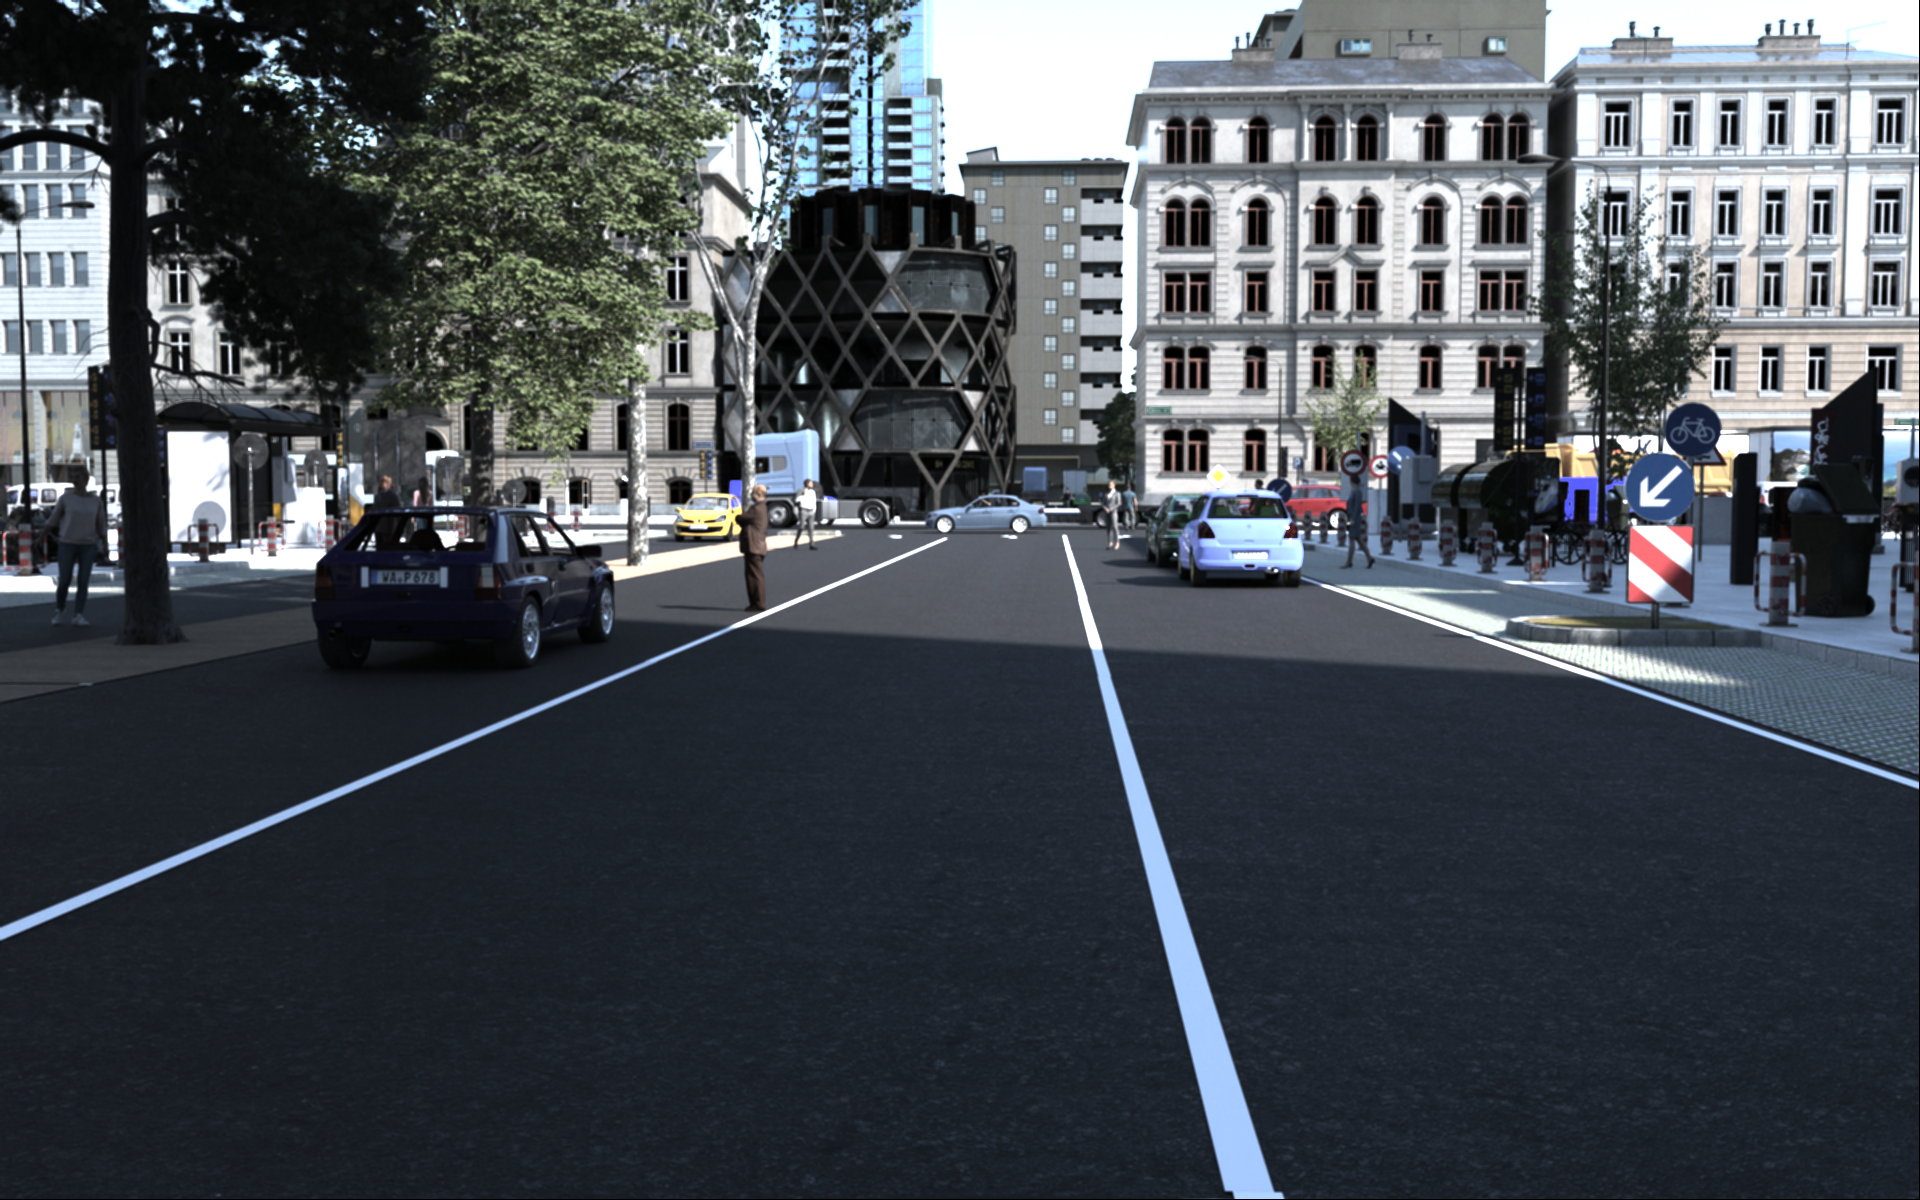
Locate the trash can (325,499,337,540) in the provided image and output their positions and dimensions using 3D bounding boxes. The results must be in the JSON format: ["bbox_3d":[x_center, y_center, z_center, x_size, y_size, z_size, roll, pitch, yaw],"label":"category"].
[{"bbox_3d":[-17.542,-2.253,48.496,0.748,1.137,0.748,0,3,0],"label":"trash can"}]

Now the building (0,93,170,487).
[{"bbox_3d":[-63.907,-20.095,106.051,29.804,29.767,11.434,0,4,3],"label":"building"}]

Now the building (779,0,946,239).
[{"bbox_3d":[-15.219,-58.397,267.468,31.000,86.520,22.319,0,4,3],"label":"building"}]

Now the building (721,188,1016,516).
[{"bbox_3d":[-4.949,-14.556,105.446,16.811,18.784,16.820,0,4,3],"label":"building"}]

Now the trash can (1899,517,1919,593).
[{"bbox_3d":[12.616,-0.670,22.604,0.748,1.137,0.748,0,3,0],"label":"trash can"}]

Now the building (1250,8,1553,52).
[{"bbox_3d":[45.751,-36.588,187.451,28.713,52.752,27.495,0,4,3],"label":"building"}]

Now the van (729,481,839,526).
[{"bbox_3d":[-7.869,-4.546,78.704,5.245,2.365,2.240,0,4,1],"label":"van"}]

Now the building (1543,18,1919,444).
[{"bbox_3d":[43.601,-19.265,100.893,20.117,28.700,13.634,0,4,3],"label":"building"}]

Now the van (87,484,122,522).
[{"bbox_3d":[-36.248,-4.049,73.218,4.112,2.044,2.013,0,4,4],"label":"van"}]

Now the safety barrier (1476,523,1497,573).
[{"bbox_3d":[8.541,-0.843,28.056,0.300,0.817,1.120,0,4,3],"label":"safety barrier"}]

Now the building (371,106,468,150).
[{"bbox_3d":[-49.602,-33.072,195.358,28.867,44.769,22.147,0,4,3],"label":"building"}]

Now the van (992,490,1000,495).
[{"bbox_3d":[4.064,-10.689,181.781,2.013,2.044,4.112,0,4,1],"label":"van"}]

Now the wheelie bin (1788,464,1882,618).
[{"bbox_3d":[9.147,-0.630,18.212,0.980,1.594,0.693,-2,4,-27],"label":"wheelie bin"}]

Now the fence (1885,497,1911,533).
[{"bbox_3d":[31.856,-2.814,57.206,2.264,1.192,0.480,2,4,25],"label":"fence"}]

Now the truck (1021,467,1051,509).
[{"bbox_3d":[7.090,-10.859,167.310,2.967,4.110,18.799,0,4,4],"label":"truck"}]

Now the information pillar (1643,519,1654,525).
[{"bbox_3d":[15.384,-2.080,38.494,0.304,2.012,0.304,0,4,2],"label":"information pillar"}]

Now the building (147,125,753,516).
[{"bbox_3d":[-30.747,-17.527,105.642,34.723,24.649,14.460,0,4,3],"label":"building"}]

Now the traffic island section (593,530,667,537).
[{"bbox_3d":[-11.277,-2.283,59.605,2.009,0.180,2.903,0,4,3],"label":"traffic island section"}]

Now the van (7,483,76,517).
[{"bbox_3d":[-36.346,-3.690,67.349,4.112,2.044,2.013,0,4,4],"label":"van"}]

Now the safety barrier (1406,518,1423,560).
[{"bbox_3d":[8.845,-1.187,33.687,0.300,0.817,1.120,0,4,3],"label":"safety barrier"}]

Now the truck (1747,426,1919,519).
[{"bbox_3d":[39.059,-5.104,72.362,11.283,4.237,2.839,0,4,2],"label":"truck"}]

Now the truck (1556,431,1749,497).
[{"bbox_3d":[32.791,-5.440,77.860,11.283,4.237,2.839,0,4,2],"label":"truck"}]

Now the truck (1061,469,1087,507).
[{"bbox_3d":[12.922,-12.647,195.698,2.839,4.237,11.283,0,4,2],"label":"truck"}]

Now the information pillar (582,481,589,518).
[{"bbox_3d":[-20.458,-5.513,94.632,0.304,2.012,0.304,-1,4,-16],"label":"information pillar"}]

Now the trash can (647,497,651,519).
[{"bbox_3d":[-16.399,-4.785,89.893,0.748,1.137,0.748,0,3,0],"label":"trash can"}]

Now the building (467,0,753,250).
[{"bbox_3d":[-32.673,-38.174,166.137,21.231,58.520,28.212,0,4,3],"label":"building"}]

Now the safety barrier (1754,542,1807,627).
[{"bbox_3d":[7.944,-0.154,16.788,0.300,0.817,1.120,0,4,3],"label":"safety barrier"}]

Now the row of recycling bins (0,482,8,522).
[{"bbox_3d":[-24.434,-2.060,40.798,3.534,1.692,1.069,-2,4,-26],"label":"row of recycling bins"}]

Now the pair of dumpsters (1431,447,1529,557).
[{"bbox_3d":[11.456,-2.137,37.432,1.574,2.255,4.437,0,4,3],"label":"pair of dumpsters"}]

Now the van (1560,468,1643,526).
[{"bbox_3d":[21.978,-3.495,61.523,5.245,2.365,2.240,0,4,4],"label":"van"}]

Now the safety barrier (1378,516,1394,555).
[{"bbox_3d":[8.993,-1.360,36.510,0.300,0.817,1.120,0,4,3],"label":"safety barrier"}]

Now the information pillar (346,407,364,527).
[{"bbox_3d":[-16.274,-3.380,46.614,0.183,3.616,0.504,2,4,31],"label":"information pillar"}]

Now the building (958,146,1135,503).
[{"bbox_3d":[14.124,-41.608,269.532,27.495,52.752,28.713,0,4,3],"label":"building"}]

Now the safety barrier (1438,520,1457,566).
[{"bbox_3d":[8.695,-1.015,30.871,0.300,0.817,1.120,0,4,3],"label":"safety barrier"}]

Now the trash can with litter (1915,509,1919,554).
[{"bbox_3d":[10.402,-0.395,17.845,0.624,1.170,1.055,-1,4,-16],"label":"trash can with litter"}]

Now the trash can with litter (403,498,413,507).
[{"bbox_3d":[-14.254,-2.113,45.930,1.055,1.170,0.624,1,4,13],"label":"trash can with litter"}]

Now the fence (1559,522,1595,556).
[{"bbox_3d":[13.099,-1.299,36.611,0.278,0.683,2.069,0,4,3],"label":"fence"}]

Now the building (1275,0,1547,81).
[{"bbox_3d":[41.422,-33.001,163.273,21.300,48.544,21.600,0,4,3],"label":"building"}]

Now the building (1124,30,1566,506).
[{"bbox_3d":[21.845,-19.301,102.966,23.554,28.519,14.401,0,4,3],"label":"building"}]

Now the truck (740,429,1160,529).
[{"bbox_3d":[-0.434,-5.065,72.571,18.799,4.110,2.967,0,4,4],"label":"truck"}]

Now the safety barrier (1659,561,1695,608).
[{"bbox_3d":[8.093,-0.326,19.609,0.300,0.817,1.120,0,4,3],"label":"safety barrier"}]

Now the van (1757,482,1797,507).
[{"bbox_3d":[29.471,-3.240,59.994,4.112,2.044,2.013,0,4,4],"label":"van"}]

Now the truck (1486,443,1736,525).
[{"bbox_3d":[24.453,-4.336,66.823,9.791,3.379,3.469,0,4,3],"label":"truck"}]

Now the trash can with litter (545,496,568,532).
[{"bbox_3d":[-14.177,-2.926,58.902,1.678,1.210,2.233,1,4,9],"label":"trash can with litter"}]

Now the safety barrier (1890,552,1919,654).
[{"bbox_3d":[7.791,0.019,13.970,0.300,0.817,1.120,0,4,3],"label":"safety barrier"}]

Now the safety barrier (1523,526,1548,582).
[{"bbox_3d":[8.393,-0.671,25.240,0.300,0.817,1.120,0,4,3],"label":"safety barrier"}]

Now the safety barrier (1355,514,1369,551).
[{"bbox_3d":[9.140,-1.533,39.340,0.300,0.817,1.120,0,4,3],"label":"safety barrier"}]

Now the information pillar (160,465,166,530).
[{"bbox_3d":[-21.490,-2.572,46.539,0.304,2.012,0.304,3,4,38],"label":"information pillar"}]

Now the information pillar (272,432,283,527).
[{"bbox_3d":[-22.064,-3.958,56.064,0.504,3.616,0.183,0,4,-8],"label":"information pillar"}]

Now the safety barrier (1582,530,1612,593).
[{"bbox_3d":[8.245,-0.498,22.425,0.300,0.817,1.120,0,4,3],"label":"safety barrier"}]

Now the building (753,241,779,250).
[{"bbox_3d":[-27.462,-26.152,199.288,14.107,30.474,14.160,0,4,3],"label":"building"}]
